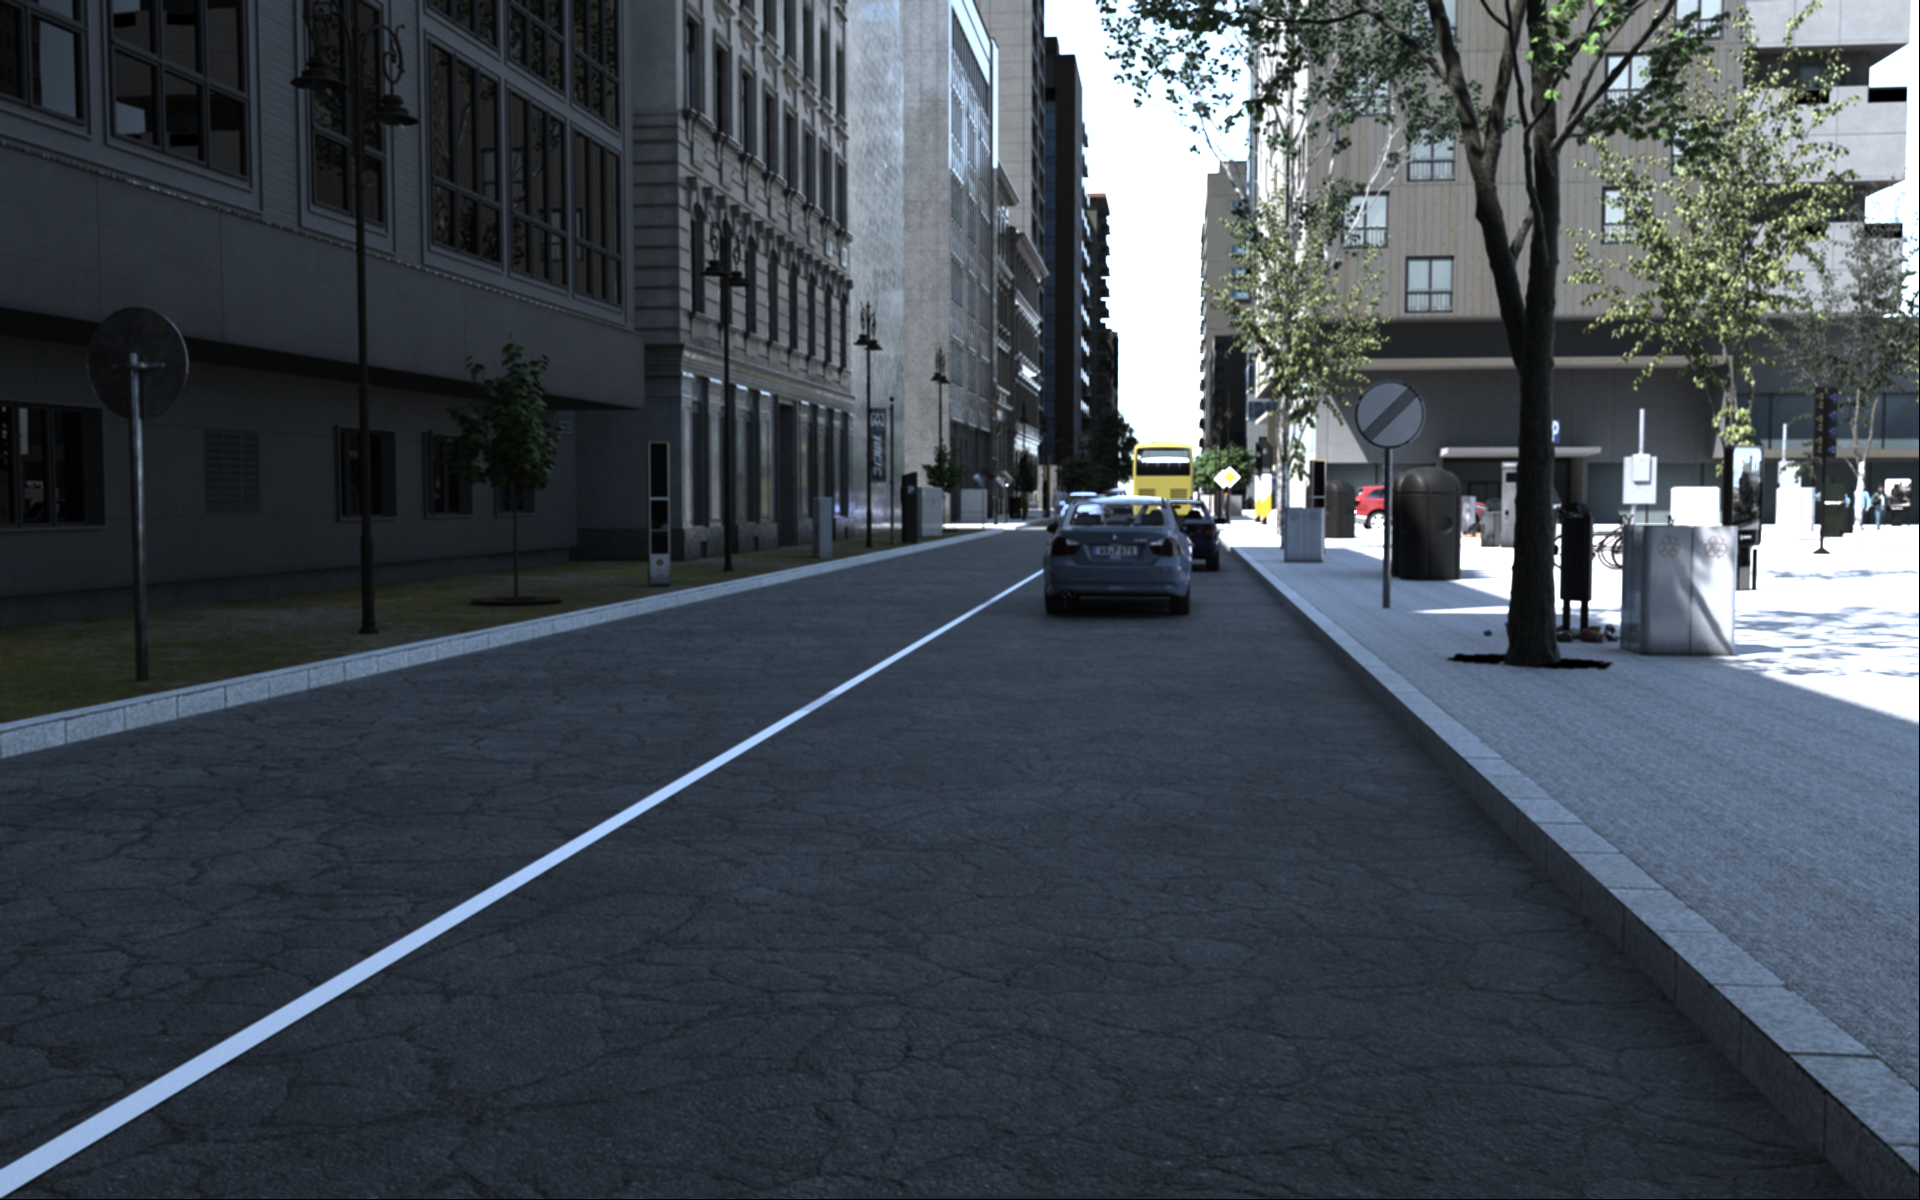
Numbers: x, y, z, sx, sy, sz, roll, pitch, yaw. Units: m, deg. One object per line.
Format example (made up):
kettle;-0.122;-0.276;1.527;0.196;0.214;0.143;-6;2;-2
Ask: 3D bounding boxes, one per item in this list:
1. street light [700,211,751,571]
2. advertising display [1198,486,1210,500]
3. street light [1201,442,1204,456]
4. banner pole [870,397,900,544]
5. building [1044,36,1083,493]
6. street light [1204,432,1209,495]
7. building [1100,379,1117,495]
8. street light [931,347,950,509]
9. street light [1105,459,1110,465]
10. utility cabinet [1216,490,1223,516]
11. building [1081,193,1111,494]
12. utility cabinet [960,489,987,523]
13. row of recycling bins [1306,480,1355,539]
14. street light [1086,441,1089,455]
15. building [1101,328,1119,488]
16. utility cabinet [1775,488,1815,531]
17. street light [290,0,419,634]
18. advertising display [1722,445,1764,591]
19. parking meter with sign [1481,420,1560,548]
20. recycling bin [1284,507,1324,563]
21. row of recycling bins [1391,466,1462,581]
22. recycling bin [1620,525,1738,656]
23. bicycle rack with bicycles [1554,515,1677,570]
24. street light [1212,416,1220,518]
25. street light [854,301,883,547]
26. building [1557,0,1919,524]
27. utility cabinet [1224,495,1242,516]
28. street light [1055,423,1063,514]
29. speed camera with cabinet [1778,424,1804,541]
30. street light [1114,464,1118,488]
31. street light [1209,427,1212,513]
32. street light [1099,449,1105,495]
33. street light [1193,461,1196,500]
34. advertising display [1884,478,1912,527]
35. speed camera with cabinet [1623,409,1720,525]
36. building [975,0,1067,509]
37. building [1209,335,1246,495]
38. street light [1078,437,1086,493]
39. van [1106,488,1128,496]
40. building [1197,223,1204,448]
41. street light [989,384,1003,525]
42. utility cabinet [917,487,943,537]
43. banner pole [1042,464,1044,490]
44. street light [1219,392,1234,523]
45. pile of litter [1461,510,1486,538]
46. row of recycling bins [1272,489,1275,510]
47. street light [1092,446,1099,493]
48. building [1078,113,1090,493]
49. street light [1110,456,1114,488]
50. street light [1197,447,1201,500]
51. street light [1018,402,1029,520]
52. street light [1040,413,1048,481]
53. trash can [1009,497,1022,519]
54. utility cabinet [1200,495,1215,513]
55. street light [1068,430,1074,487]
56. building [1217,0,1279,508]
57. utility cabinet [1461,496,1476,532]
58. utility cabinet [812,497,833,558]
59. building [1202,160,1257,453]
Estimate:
street light;-3.857;-3.417;28.659;0.468;5.910;1.993;0;4;7
advertising display;18.961;-7.917;134.656;0.974;1.923;0.123;-1;4;-15
street light;18.506;-9.595;129.658;0.468;5.910;1.993;0;4;7
banner pole;-1.963;-3.330;44.467;0.863;3.779;0.401;-1;4;-19
building;5.043;-32.086;174.710;14.600;45.320;14.200;0;4;7
street light;16.846;-8.784;116.407;0.468;5.910;1.993;0;4;7
building;10.700;-26.382;276.388;27.650;21.520;28.899;0;4;7
street light;-0.615;-4.999;54.521;0.468;5.910;1.993;0;4;7
street light;15.642;-13.099;186.964;0.468;5.910;1.993;0;4;7
utility cabinet;15.232;-5.670;101.382;0.318;1.500;1.173;1;4;16
building;10.026;-36.170;246.003;22.147;44.769;28.867;0;4;7
utility cabinet;0.607;-4.148;76.497;1.173;1.500;0.318;0;4;-6
row of recycling bins;10.921;-2.705;51.344;1.069;1.692;3.534;0;4;1
street light;10.750;-10.702;147.768;0.468;5.910;1.993;0;4;7
building;19.928;-32.104;296.607;14.160;30.474;14.107;0;4;7
utility cabinet;28.540;-3.089;59.184;0.318;1.500;1.173;-3;5;-42
street light;-5.445;-2.629;15.772;0.468;5.910;1.993;0;4;7
advertising display;10.378;-1.086;22.971;0.974;1.923;0.123;-3;5;-43
parking meter with sign;13.268;-2.746;41.152;1.738;3.016;0.543;3;5;42
recycling bin;6.524;-1.241;32.839;0.722;1.027;0.722;1;4;11
row of recycling bins;7.308;-1.236;27.322;1.069;1.692;3.534;1;4;13
recycling bin;5.822;-0.092;14.054;0.722;1.027;0.722;0;4;7
bicycle rack with bicycles;11.722;-0.984;29.477;2.925;0.926;2.852;2;4;28
street light;13.520;-7.175;90.092;0.468;5.910;1.993;0;4;7
street light;-2.194;-4.211;41.632;0.468;5.910;1.993;0;4;7
building;28.947;-30.219;83.320;27.495;52.752;28.713;0;4;7
utility cabinet;16.300;-5.635;103.293;1.020;1.237;0.306;-1;4;-14
street light;6.344;-8.473;111.317;0.468;5.910;1.993;0;4;7
speed camera with cabinet;23.048;-3.285;48.042;0.660;3.252;2.038;2;4;25
street light;18.872;-14.691;212.991;0.468;5.910;1.993;0;4;7
street light;15.209;-7.962;102.967;0.468;5.910;1.993;0;4;7
street light;14.039;-12.311;174.078;0.468;5.910;1.993;0;4;7
street light;23.131;-11.937;167.962;0.468;5.910;1.993;0;4;7
advertising display;37.045;-3.868;68.458;0.974;1.923;0.123;2;4;24
speed camera with cabinet;16.560;-2.813;40.333;2.038;3.252;0.660;1;4;14
building;-0.673;-43.924;156.407;20.563;71.187;20.611;0;4;7
building;43.251;-21.816;201.736;27.650;21.520;28.899;0;4;7
street light;9.541;-10.082;137.628;0.468;5.910;1.993;0;4;7
van;11.281;-7.212;124.922;2.013;2.044;4.112;0;4;8
building;48.604;-37.732;271.549;22.147;44.769;28.867;0;4;7
street light;1.485;-6.053;71.747;0.468;5.910;1.993;0;4;7
utility cabinet;-0.937;-2.623;51.570;0.318;1.500;1.173;2;4;30
banner pole;6.961;-9.537;145.950;0.401;3.779;0.863;0;4;-7
street light;11.960;-6.386;77.201;0.468;5.910;1.993;0;4;7
pile of litter;15.370;-2.224;50.321;1.719;0.858;1.176;2;4;34
row of recycling bins;25.477;-8.292;142.682;1.069;1.692;3.534;1;4;12
street light;12.445;-11.523;161.191;0.468;5.910;1.993;0;4;7
building;3.195;-35.355;197.661;23.786;49.044;30.456;0;4;7
street light;17.187;-13.888;199.856;0.468;5.910;1.993;0;4;7
street light;20.216;-10.483;144.191;0.468;5.910;1.993;0;4;7
street light;3.160;-6.896;85.543;0.468;5.910;1.993;0;4;7
street light;4.793;-7.684;98.425;0.468;5.910;1.993;0;4;7
trash can;2.870;-4.809;90.281;0.748;1.137;0.748;0;3;0
utility cabinet;17.150;-6.654;119.957;1.020;1.237;0.306;2;4;26
street light;8.013;-9.285;124.594;0.468;5.910;1.993;0;4;7
building;37.312;-52.458;170.362;22.319;86.520;31.000;0;4;7
utility cabinet;17.093;-2.919;58.895;0.306;1.237;1.020;-2;4;-24
utility cabinet;-2.805;-1.470;35.195;0.306;1.237;1.020;-1;4;-12
building;45.501;-38.088;246.438;21.300;48.544;21.600;0;4;7
